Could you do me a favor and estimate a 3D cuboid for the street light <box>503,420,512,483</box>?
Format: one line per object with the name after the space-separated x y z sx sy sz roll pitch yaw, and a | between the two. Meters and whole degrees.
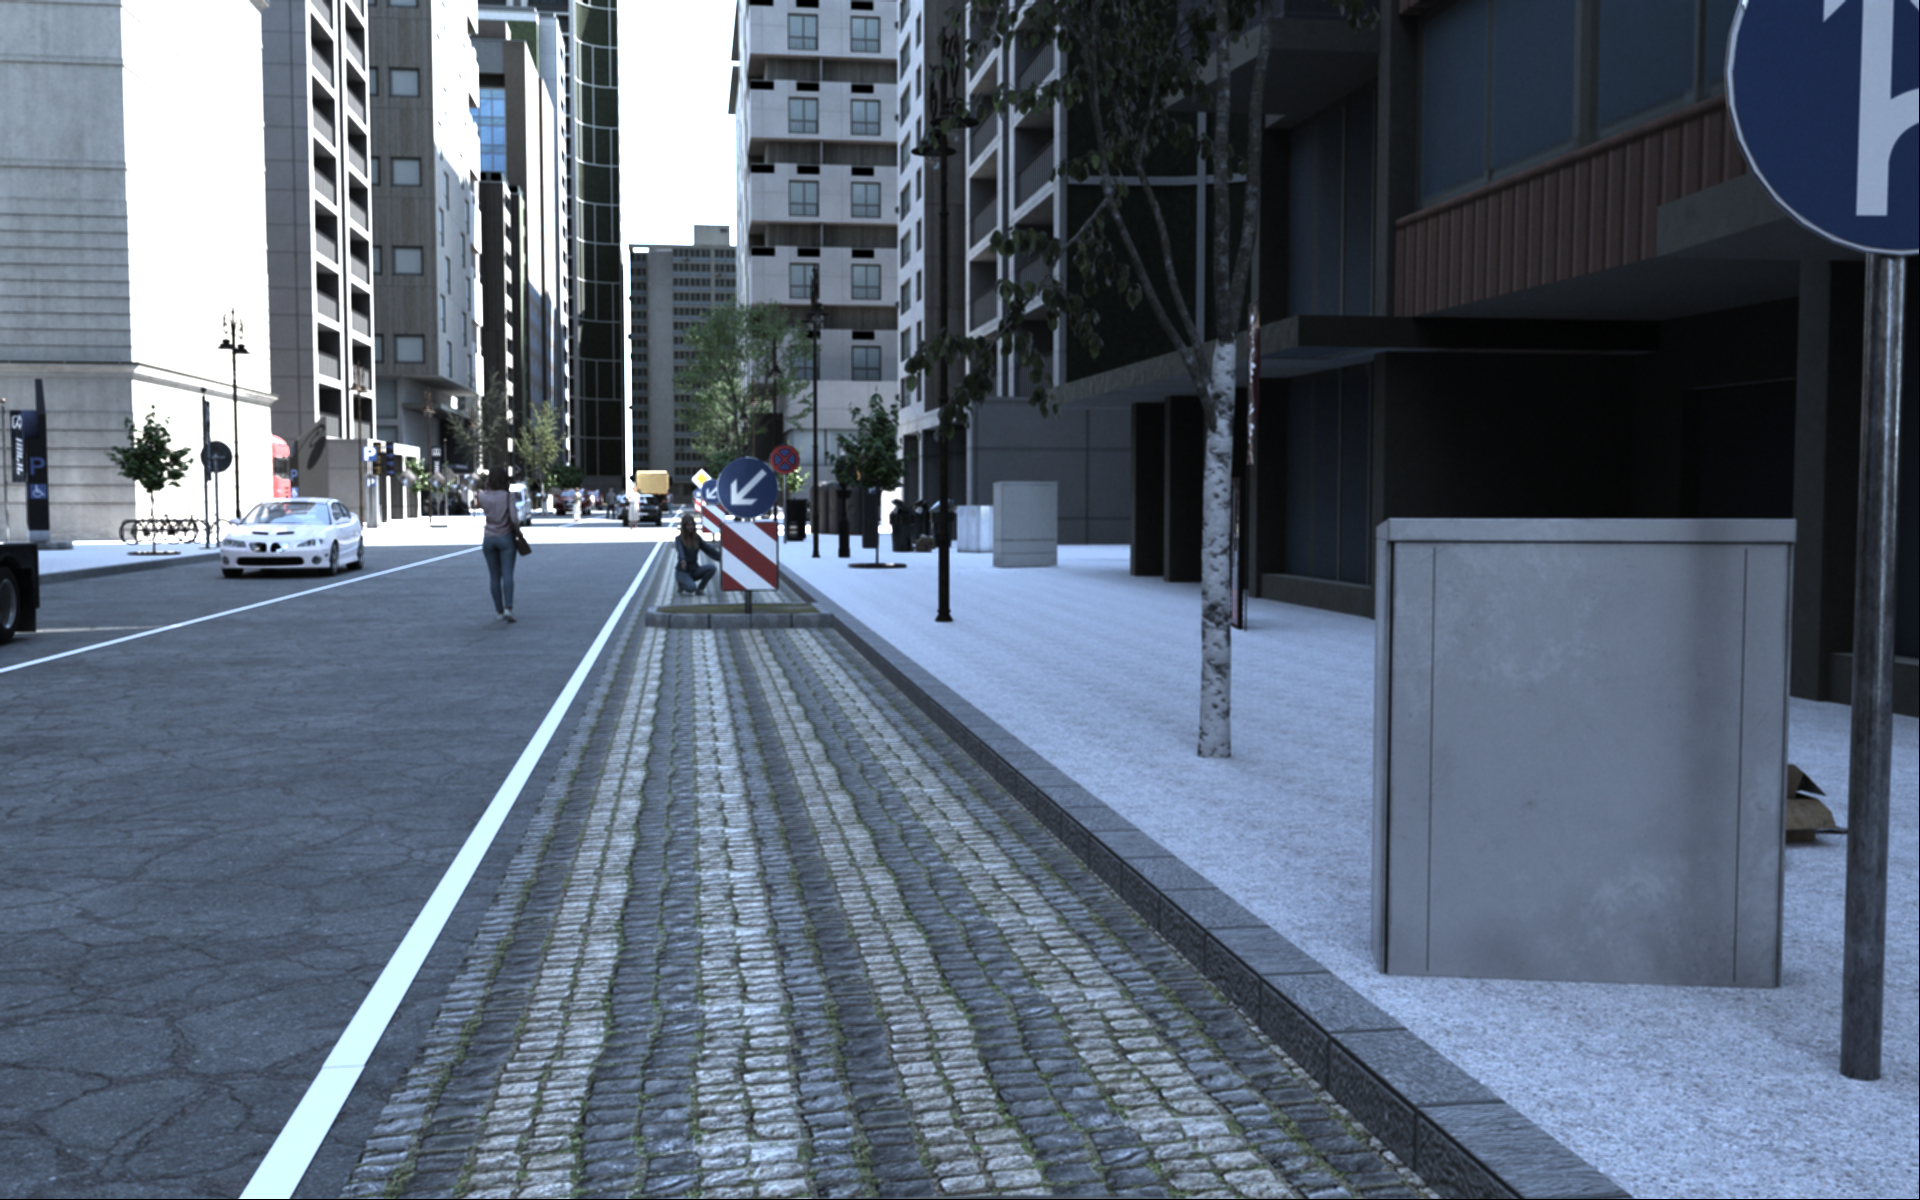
-28.198 -8.274 108.068 0.468 5.910 1.993 -1 4 -9 | street light

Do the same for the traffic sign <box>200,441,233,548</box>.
-17.794 -2.529 41.462 0.768 2.556 0.104 0 4 -1 | traffic sign

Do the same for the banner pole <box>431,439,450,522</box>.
-23.679 -5.439 78.946 0.863 3.779 0.401 0 3 0 | banner pole

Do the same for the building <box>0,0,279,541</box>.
-44.908 -16.792 50.969 44.131 29.872 17.030 -1 4 -9 | building

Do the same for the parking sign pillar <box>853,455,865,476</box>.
-6.169 -7.296 107.763 1.447 3.967 1.447 2 4 25 | parking sign pillar

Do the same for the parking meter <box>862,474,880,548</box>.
-2.107 -2.160 41.035 0.399 1.863 0.255 -1 4 -17 | parking meter

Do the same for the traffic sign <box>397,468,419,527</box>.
-21.269 -3.862 66.789 0.795 2.450 0.064 -1 4 -9 | traffic sign

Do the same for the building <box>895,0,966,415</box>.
4.391 -19.470 90.034 14.107 30.474 14.160 -1 4 -9 | building

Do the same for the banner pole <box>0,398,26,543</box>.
-24.842 -3.394 45.516 0.863 3.779 0.401 -1 4 -14 | banner pole

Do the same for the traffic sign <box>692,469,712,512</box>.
-10.205 -3.966 68.490 0.795 2.450 0.064 -1 4 -9 | traffic sign

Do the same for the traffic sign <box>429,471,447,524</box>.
-22.502 -4.345 74.679 0.795 2.450 0.064 -1 4 -9 | traffic sign

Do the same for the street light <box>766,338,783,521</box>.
-5.490 -4.806 51.359 0.468 5.910 1.993 -1 4 -9 | street light

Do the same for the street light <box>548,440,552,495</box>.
-33.565 -10.353 142.058 0.468 5.910 1.993 -1 4 -9 | street light

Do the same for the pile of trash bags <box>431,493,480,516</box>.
-29.976 -5.742 103.642 1.912 1.369 3.447 3 5 44 | pile of trash bags

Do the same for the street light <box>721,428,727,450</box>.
-15.547 -8.739 115.664 0.468 5.910 1.993 -1 4 -9 | street light

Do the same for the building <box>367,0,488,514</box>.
-47.544 -32.277 116.973 28.713 52.752 27.495 -1 4 -9 | building

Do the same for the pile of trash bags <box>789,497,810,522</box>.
-6.719 -4.324 80.447 1.912 1.369 3.447 -2 4 -33 | pile of trash bags

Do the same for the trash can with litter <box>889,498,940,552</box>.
-1.044 -1.654 38.429 1.055 1.170 0.624 2 4 24 | trash can with litter

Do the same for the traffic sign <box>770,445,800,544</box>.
-4.522 -2.730 44.734 0.768 2.556 0.104 0 4 -8 | traffic sign

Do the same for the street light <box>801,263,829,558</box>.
-2.915 -3.797 34.868 0.468 5.910 1.993 -1 4 -9 | street light

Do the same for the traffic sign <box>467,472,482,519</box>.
-25.030 -5.392 89.337 0.795 2.450 0.064 0 4 -4 | traffic sign

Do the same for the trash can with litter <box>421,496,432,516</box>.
-30.913 -5.393 99.559 1.055 1.170 0.624 1 4 10 | trash can with litter

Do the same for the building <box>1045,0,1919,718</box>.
14.132 -22.050 15.150 22.147 44.769 28.867 -1 4 -9 | building

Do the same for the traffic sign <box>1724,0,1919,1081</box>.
1.989 -0.223 3.747 0.768 2.556 0.104 0 4 -2 | traffic sign

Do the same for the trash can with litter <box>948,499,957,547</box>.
-0.558 -1.847 41.586 0.624 1.170 1.055 3 5 42 | trash can with litter

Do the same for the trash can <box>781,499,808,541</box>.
-4.517 -2.185 47.382 0.748 1.137 0.748 0 3 0 | trash can

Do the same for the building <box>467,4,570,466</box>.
-61.681 -40.697 207.390 28.212 58.520 21.231 -1 4 -9 | building

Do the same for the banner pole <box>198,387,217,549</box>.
-17.716 -3.105 40.788 0.401 3.779 0.863 -1 4 -11 | banner pole

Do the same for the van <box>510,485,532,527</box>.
-20.064 -4.286 77.086 2.013 2.044 4.112 -1 4 -9 | van

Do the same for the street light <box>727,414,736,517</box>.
-12.873 -7.709 98.823 0.468 5.910 1.993 -1 4 -9 | street light

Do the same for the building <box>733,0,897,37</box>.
-9.448 -36.384 184.123 28.713 52.752 27.495 -1 4 -9 | building

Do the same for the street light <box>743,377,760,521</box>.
-8.162 -5.848 68.404 0.468 5.910 1.993 -1 4 -9 | street light

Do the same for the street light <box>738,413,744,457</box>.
-10.139 -6.642 81.378 0.468 5.910 1.993 -1 4 -9 | street light

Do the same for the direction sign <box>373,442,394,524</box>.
-25.103 -5.107 75.499 0.876 3.537 0.379 -1 4 -9 | direction sign

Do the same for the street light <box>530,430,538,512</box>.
-30.818 -9.328 125.295 0.468 5.910 1.993 -1 4 -9 | street light

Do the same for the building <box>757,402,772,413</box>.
-12.157 -23.943 163.167 14.160 30.474 14.107 -1 4 -9 | building

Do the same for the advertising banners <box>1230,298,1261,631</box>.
2.661 -1.248 16.597 0.090 3.025 2.074 0 3 0 | advertising banners

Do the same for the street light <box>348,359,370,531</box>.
-20.666 -5.314 59.666 0.468 5.910 1.993 -1 4 -9 | street light

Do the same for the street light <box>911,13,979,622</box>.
-0.161 -2.722 17.297 0.468 5.910 1.993 -1 4 -9 | street light

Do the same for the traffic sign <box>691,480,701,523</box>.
-11.438 -4.449 76.380 0.795 2.450 0.064 -1 4 -9 | traffic sign

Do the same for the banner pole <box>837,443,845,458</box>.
-5.312 -5.338 77.292 0.401 3.779 0.863 -2 4 -34 | banner pole

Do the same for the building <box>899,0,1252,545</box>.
9.671 -37.257 47.408 20.563 71.187 20.611 -1 4 -9 | building

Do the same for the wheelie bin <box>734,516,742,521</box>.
-9.861 -4.299 78.191 0.980 1.594 0.693 0 4 -6 | wheelie bin

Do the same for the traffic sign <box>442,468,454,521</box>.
-24.771 -5.102 83.530 0.768 2.556 0.104 0 4 -4 | traffic sign

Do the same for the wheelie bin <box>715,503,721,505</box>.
-20.022 -8.272 143.150 0.693 1.594 0.980 1 4 16 | wheelie bin

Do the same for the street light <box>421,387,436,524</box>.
-22.919 -6.239 74.788 0.468 5.910 1.993 -1 4 -9 | street light

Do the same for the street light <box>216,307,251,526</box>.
-17.923 -4.286 42.863 0.468 5.910 1.993 -1 4 -9 | street light

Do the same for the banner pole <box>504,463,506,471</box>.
-36.351 -9.085 138.549 0.401 3.779 0.863 -1 4 -19 | banner pole

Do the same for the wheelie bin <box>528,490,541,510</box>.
-34.414 -8.095 140.267 0.980 1.594 0.693 0 4 -6 | wheelie bin

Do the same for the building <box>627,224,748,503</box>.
-36.032 -34.269 252.182 23.993 40.220 32.217 -1 4 -9 | building

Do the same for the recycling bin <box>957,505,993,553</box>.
0.421 -1.563 38.115 0.722 1.027 0.722 -3 5 -44 | recycling bin

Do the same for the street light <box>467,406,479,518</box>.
-25.699 -7.261 91.505 0.468 5.910 1.993 -1 4 -9 | street light

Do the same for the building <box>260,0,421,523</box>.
-37.874 -39.453 83.307 20.563 71.187 20.611 -1 4 -9 | building

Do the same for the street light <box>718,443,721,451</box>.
-18.156 -9.785 132.773 0.468 5.910 1.993 -1 4 -9 | street light

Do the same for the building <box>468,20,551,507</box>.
-48.276 -31.670 167.915 14.600 45.320 14.200 -1 4 -9 | building

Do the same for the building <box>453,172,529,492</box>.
-46.424 -23.389 154.104 14.160 30.474 14.107 -1 4 -9 | building

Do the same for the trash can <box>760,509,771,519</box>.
-10.178 -4.823 90.513 0.748 1.137 0.748 0 3 0 | trash can

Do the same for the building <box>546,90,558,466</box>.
-50.141 -32.544 182.207 14.600 45.320 14.200 -1 4 -9 | building

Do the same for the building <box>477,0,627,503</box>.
-57.850 -49.202 242.711 20.611 71.187 20.563 -1 4 -9 | building
